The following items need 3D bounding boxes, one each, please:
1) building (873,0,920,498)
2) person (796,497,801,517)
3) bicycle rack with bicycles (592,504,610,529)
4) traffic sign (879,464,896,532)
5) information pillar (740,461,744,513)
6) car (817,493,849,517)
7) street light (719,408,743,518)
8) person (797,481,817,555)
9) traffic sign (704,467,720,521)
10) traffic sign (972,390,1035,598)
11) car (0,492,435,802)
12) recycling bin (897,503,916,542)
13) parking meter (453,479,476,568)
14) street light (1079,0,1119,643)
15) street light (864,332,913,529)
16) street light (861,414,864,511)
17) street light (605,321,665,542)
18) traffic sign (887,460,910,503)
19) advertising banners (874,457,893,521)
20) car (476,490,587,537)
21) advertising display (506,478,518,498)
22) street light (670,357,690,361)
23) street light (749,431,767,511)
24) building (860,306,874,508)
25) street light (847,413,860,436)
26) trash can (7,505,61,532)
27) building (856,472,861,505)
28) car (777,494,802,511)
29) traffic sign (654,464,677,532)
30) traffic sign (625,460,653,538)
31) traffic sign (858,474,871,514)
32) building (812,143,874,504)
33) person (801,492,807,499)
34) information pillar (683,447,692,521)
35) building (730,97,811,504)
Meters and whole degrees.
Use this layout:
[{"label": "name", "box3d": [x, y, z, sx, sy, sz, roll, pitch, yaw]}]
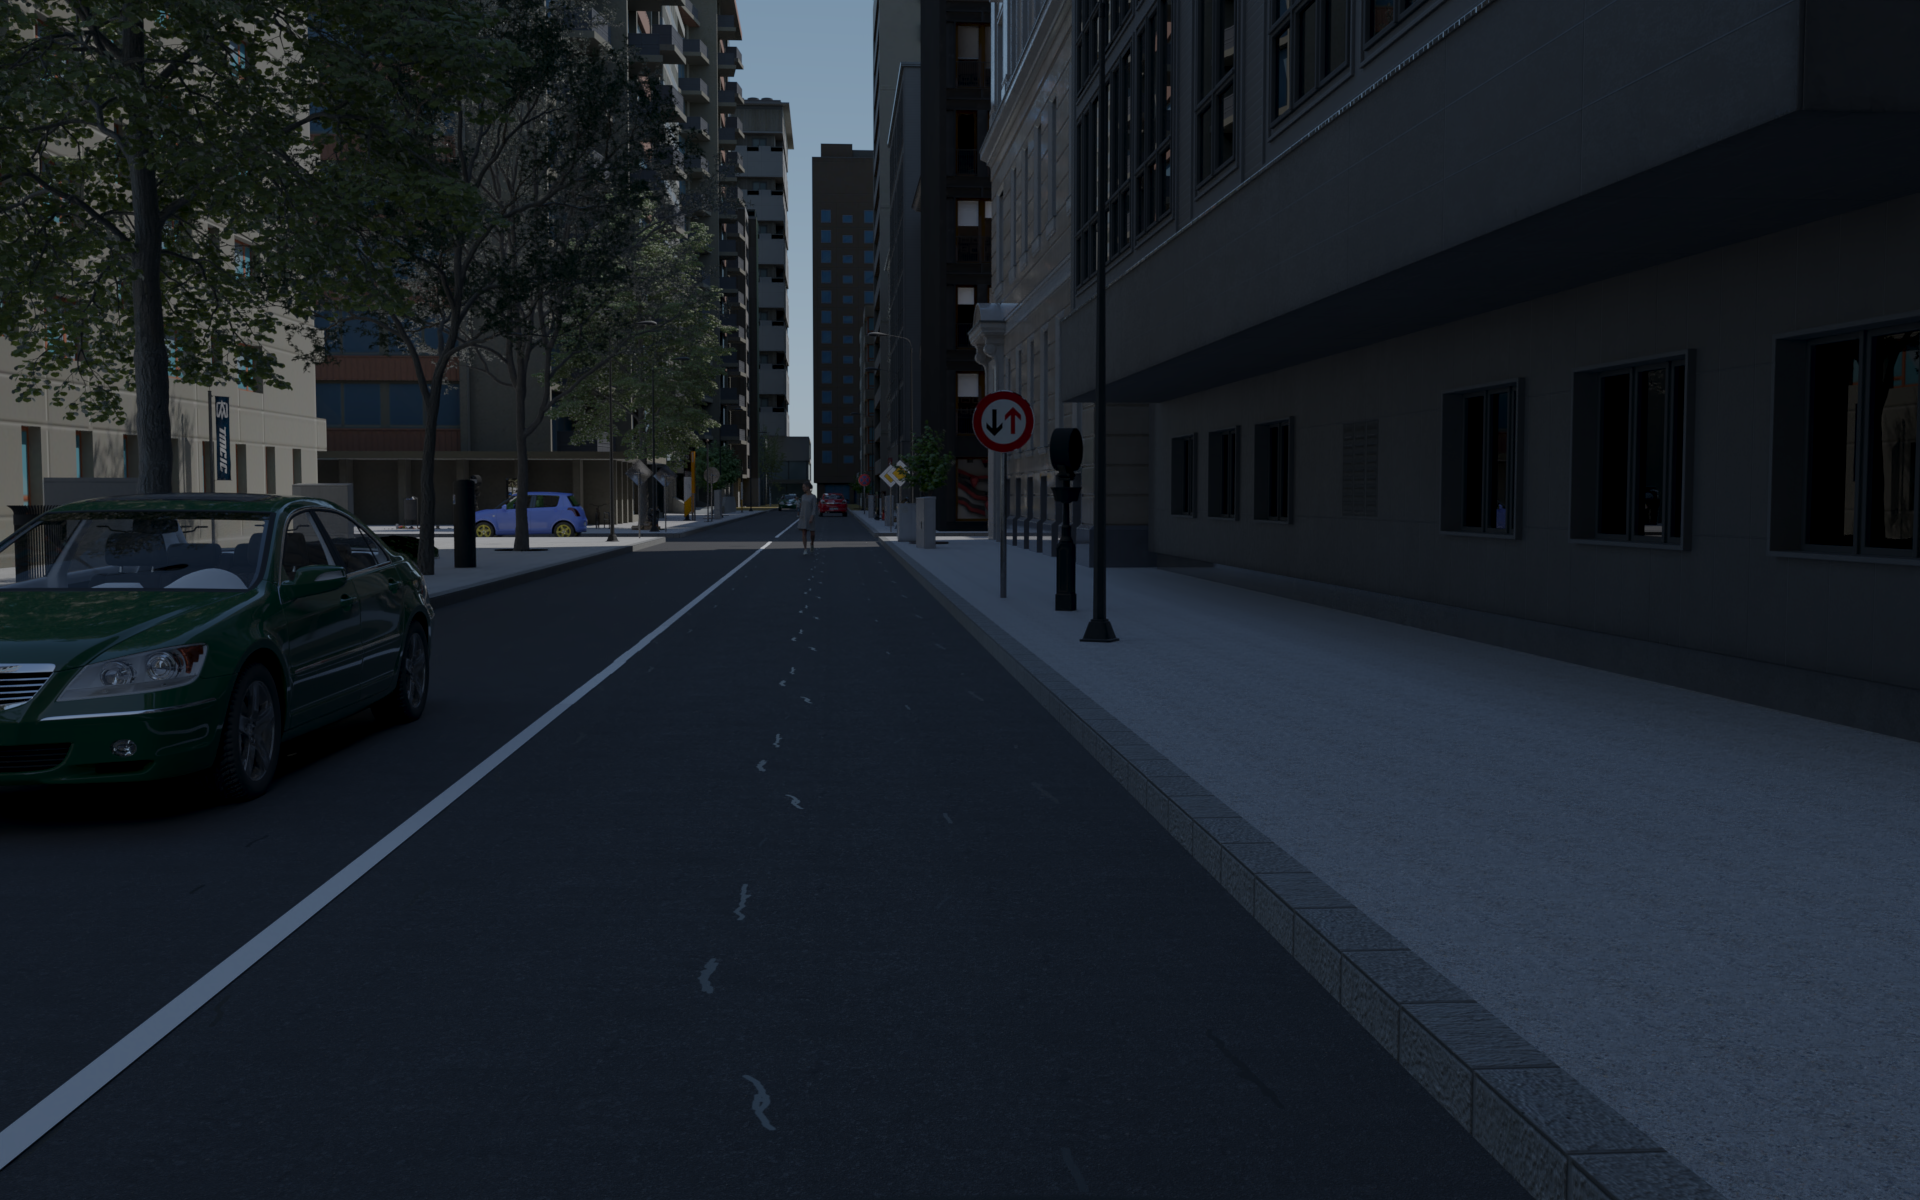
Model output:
[{"label": "building", "box3d": [3.516, -32.080, 148.202, 21.300, 48.544, 21.600, 0, 4, -4]}, {"label": "person", "box3d": [-10.075, -5.798, 107.989, 0.352, 1.250, 0.332, -1, 4, -12]}, {"label": "bicycle rack with bicycles", "box3d": [-14.088, -3.102, 64.092, 2.852, 0.926, 2.925, -1, 4, -16]}, {"label": "traffic sign", "box3d": [-2.341, -3.360, 58.581, 0.795, 2.450, 0.064, 0, 4, -4]}, {"label": "information pillar", "box3d": [-15.149, -7.887, 120.302, 0.183, 3.616, 0.504, 0, 4, -3]}, {"label": "car", "box3d": [-8.153, -6.227, 110.853, 2.155, 1.783, 4.494, 0, 4, -6]}, {"label": "street light", "box3d": [-12.419, -7.408, 93.668, 1.470, 5.913, 1.316, 0, 4, -4]}, {"label": "person", "box3d": [-3.624, -1.953, 41.178, 0.466, 1.731, 0.760, 0, 4, -1]}, {"label": "traffic sign", "box3d": [-11.733, -4.998, 81.829, 0.768, 2.556, 0.104, 0, 4, 3]}, {"label": "traffic sign", "box3d": [0.538, -1.299, 21.348, 0.768, 2.556, 0.104, 0, 4, 3]}, {"label": "car", "box3d": [-4.268, 0.138, 9.543, 2.131, 1.459, 4.920, 0, 4, -3]}, {"label": "recycling bin", "box3d": [-1.338, -2.099, 46.876, 0.722, 1.027, 0.722, 0, 4, -5]}, {"label": "parking meter", "box3d": [-8.636, -1.332, 30.192, 0.372, 1.533, 0.369, 0, 3, 0]}, {"label": "street light", "box3d": [0.677, -2.591, 14.900, 1.470, 5.913, 1.316, 0, 4, -4]}, {"label": "street light", "box3d": [-1.948, -4.733, 49.931, 1.470, 5.913, 1.316, 0, 4, -4]}, {"label": "street light", "box3d": [-2.783, -5.574, 63.675, 1.470, 5.913, 1.316, 0, 4, -4]}, {"label": "street light", "box3d": [-8.835, -4.528, 46.572, 1.470, 5.913, 1.316, 0, 4, -4]}, {"label": "traffic sign", "box3d": [-1.747, -2.873, 50.618, 0.795, 2.450, 0.064, 0, 4, -4]}, {"label": "advertising banners", "box3d": [-3.691, -5.345, 83.579, 0.090, 3.025, 2.074, -2, 4, -27]}, {"label": "car", "box3d": [-13.323, -2.659, 53.059, 3.694, 1.707, 1.945, 0, 4, -4]}, {"label": "advertising display", "box3d": [-17.486, -3.863, 68.379, 0.123, 1.923, 0.974, 3, 4, 36]}, {"label": "street light", "box3d": [-9.850, -5.274, 58.778, 1.470, 5.913, 1.316, 0, 4, -4]}, {"label": "street light", "box3d": [-14.971, -9.531, 128.371, 1.470, 5.913, 1.316, 0, 4, -4]}, {"label": "building", "box3d": [4.019, -20.141, 174.336, 27.650, 21.520, 28.899, 0, 4, -4]}, {"label": "street light", "box3d": [-5.535, -7.723, 98.817, 1.470, 5.913, 1.316, 0, 4, -4]}, {"label": "trash can", "box3d": [-11.819, -0.650, 22.278, 0.748, 1.137, 0.748, 0, 3, 0]}, {"label": "building", "box3d": [-1.539, -46.447, 197.665, 20.563, 71.187, 20.611, 0, 4, -4]}, {"label": "car", "box3d": [-14.548, -8.301, 147.511, 2.131, 1.459, 4.920, 0, 4, -5]}, {"label": "traffic sign", "box3d": [-9.866, -3.327, 58.043, 0.795, 2.450, 0.064, 0, 4, -4]}, {"label": "traffic sign", "box3d": [-9.272, -2.840, 50.080, 0.795, 2.450, 0.064, 0, 4, -4]}, {"label": "traffic sign", "box3d": [-6.059, -6.717, 109.926, 0.768, 2.556, 0.104, 0, 4, -4]}, {"label": "building", "box3d": [-11.920, -35.141, 224.670, 14.200, 45.320, 14.600, 0, 4, -4]}, {"label": "person", "box3d": [-14.827, -9.714, 167.847, 1.217, 1.766, 0.721, 0, 4, -1]}, {"label": "information pillar", "box3d": [-13.043, -5.617, 83.200, 0.504, 3.616, 0.183, -2, 4, -25]}, {"label": "building", "box3d": [-33.808, -39.188, 229.959, 27.495, 52.752, 28.713, 0, 4, -4]}]
